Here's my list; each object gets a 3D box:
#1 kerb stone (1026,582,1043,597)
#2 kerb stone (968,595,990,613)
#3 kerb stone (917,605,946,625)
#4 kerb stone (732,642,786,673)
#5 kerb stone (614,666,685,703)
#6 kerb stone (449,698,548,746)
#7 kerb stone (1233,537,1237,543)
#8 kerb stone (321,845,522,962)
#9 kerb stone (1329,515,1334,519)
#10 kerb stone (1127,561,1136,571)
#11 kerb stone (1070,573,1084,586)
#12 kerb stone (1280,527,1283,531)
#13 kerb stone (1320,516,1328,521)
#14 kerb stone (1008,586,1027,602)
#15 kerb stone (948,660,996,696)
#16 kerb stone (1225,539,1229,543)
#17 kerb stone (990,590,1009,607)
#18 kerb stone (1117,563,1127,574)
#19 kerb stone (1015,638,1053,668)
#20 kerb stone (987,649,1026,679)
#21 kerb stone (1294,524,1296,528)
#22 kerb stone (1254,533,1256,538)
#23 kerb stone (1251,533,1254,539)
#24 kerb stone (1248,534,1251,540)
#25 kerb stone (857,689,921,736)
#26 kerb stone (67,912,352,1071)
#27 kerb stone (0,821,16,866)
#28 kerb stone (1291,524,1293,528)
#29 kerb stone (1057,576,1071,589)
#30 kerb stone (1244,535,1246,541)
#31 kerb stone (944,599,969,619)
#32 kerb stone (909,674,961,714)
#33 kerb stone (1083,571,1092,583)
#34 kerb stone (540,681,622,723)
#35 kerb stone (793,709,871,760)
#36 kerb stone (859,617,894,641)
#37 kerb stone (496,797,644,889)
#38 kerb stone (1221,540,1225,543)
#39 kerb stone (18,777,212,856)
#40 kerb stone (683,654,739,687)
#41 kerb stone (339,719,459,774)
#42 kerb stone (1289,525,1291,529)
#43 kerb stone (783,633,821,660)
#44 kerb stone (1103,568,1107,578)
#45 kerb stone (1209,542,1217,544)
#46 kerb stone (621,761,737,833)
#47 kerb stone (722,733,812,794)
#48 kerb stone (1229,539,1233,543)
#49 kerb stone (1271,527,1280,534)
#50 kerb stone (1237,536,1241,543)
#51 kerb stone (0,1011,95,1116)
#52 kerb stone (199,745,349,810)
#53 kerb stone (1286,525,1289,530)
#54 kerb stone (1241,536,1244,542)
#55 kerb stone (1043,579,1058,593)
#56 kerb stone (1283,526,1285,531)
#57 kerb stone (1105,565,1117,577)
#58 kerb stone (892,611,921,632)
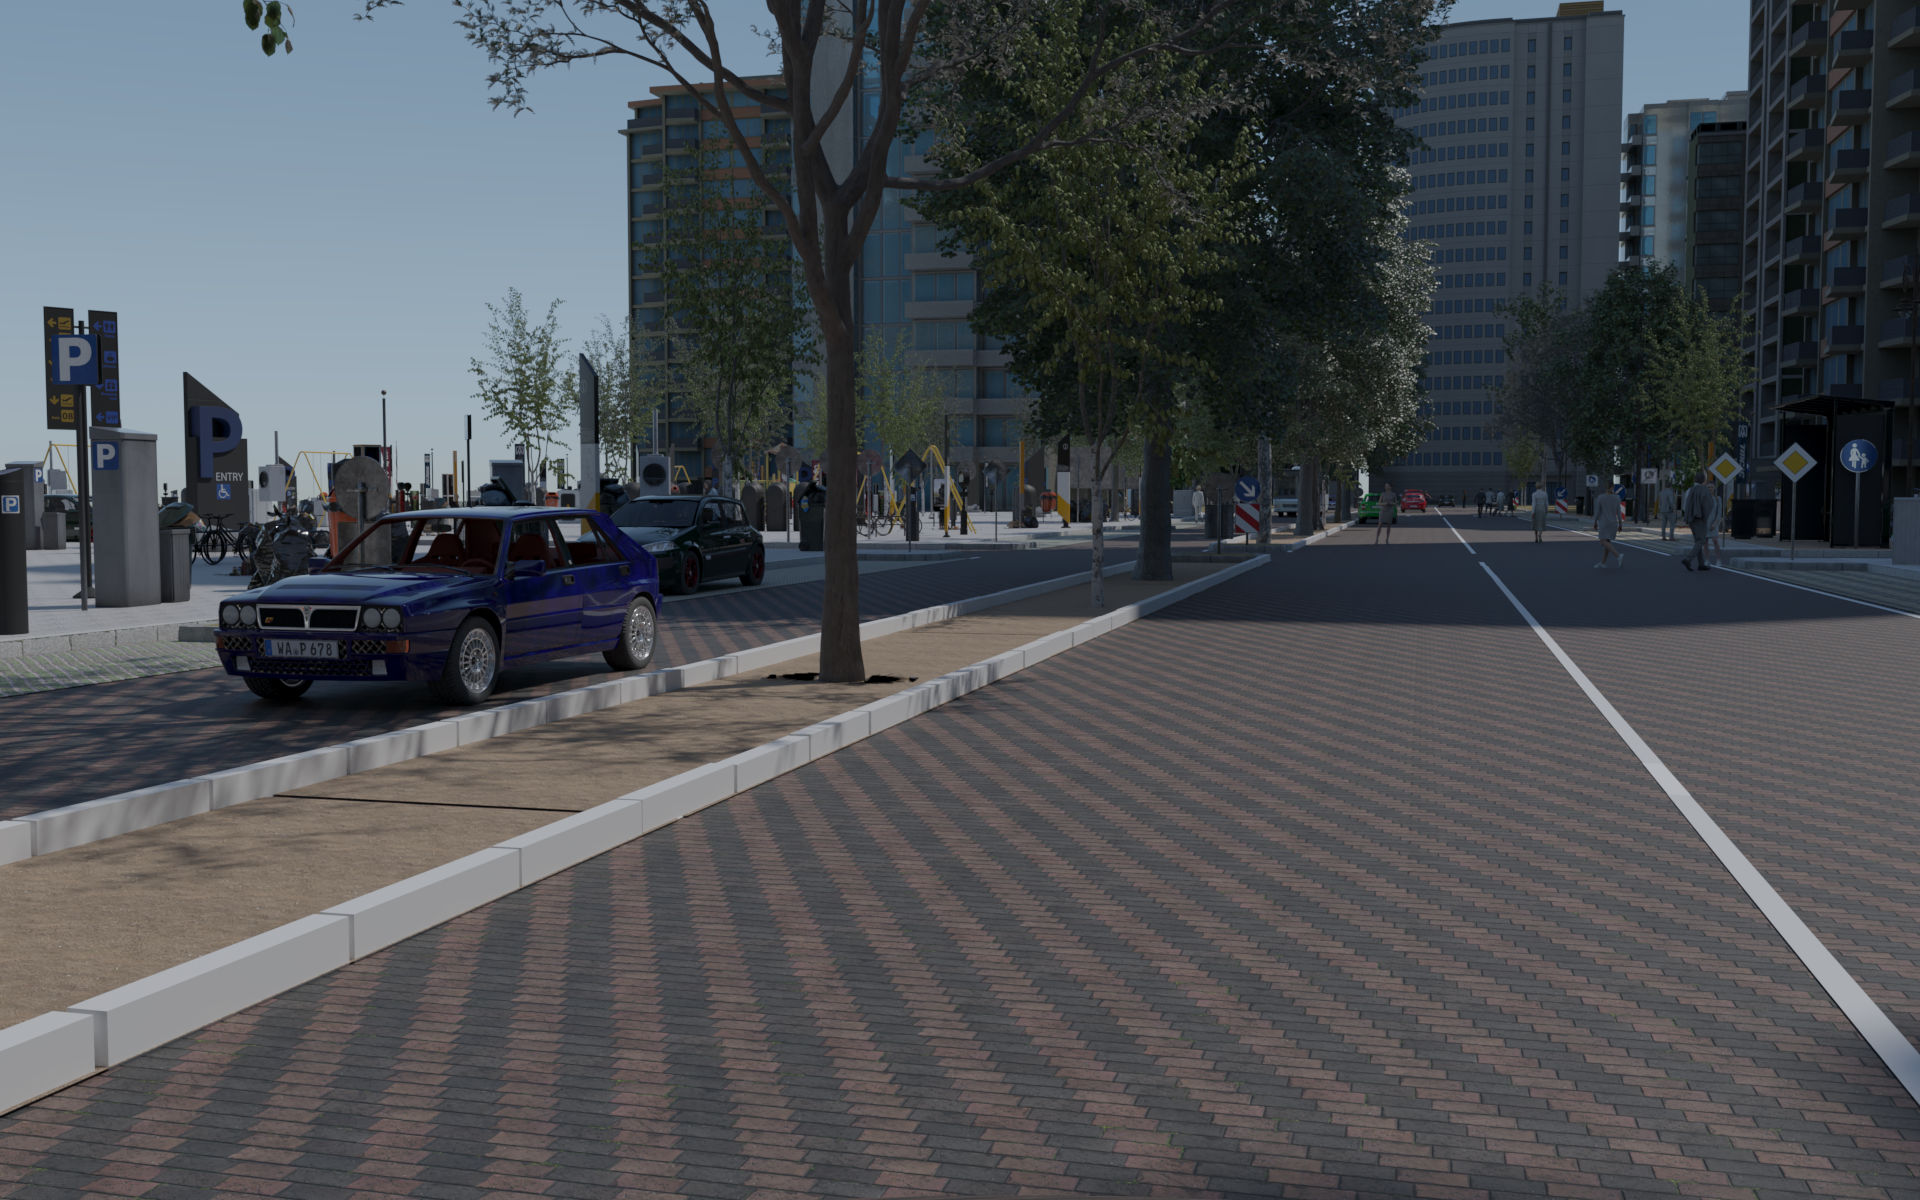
[{"bbox_3d":[0.951,-0.119,24.136,0.120,0.150,1.000,1,4,15],"label":"kerb stone"},{"bbox_3d":[0.160,0.063,21.162,0.120,0.150,1.000,1,4,15],"label":"kerb stone"},{"bbox_3d":[-0.378,0.184,19.190,0.120,0.150,1.000,1,4,15],"label":"kerb stone"},{"bbox_3d":[-1.691,0.486,14.242,0.120,0.150,1.000,1,4,15],"label":"kerb stone"},{"bbox_3d":[-2.229,0.608,12.258,0.120,0.150,1.000,1,4,15],"label":"kerb stone"},{"bbox_3d":[-2.756,0.729,10.275,0.120,0.150,1.000,1,4,15],"label":"kerb stone"},{"bbox_3d":[7.714,-1.665,49.425,0.120,0.150,1.000,1,4,15],"label":"kerb stone"},{"bbox_3d":[-1.780,1.004,5.791,0.120,0.150,1.000,1,4,15],"label":"kerb stone"},{"bbox_3d":[21.756,-4.872,101.892,0.120,0.150,1.000,1,4,15],"label":"kerb stone"},{"bbox_3d":[3.074,-0.603,32.069,0.120,0.150,1.000,1,4,15],"label":"kerb stone"},{"bbox_3d":[1.746,-0.301,27.117,0.120,0.150,1.000,1,4,15],"label":"kerb stone"},{"bbox_3d":[11.958,-2.634,65.266,0.120,0.150,1.000,1,4,15],"label":"kerb stone"},{"bbox_3d":[20.171,-4.511,95.951,0.120,0.150,1.000,1,4,15],"label":"kerb stone"},{"bbox_3d":[0.687,-0.058,23.143,0.120,0.150,1.000,1,4,15],"label":"kerb stone"},{"bbox_3d":[0.068,0.580,12.714,0.120,0.150,1.000,1,4,15],"label":"kerb stone"},{"bbox_3d":[7.193,-1.540,47.445,0.120,0.150,1.000,1,4,15],"label":"kerb stone"},{"bbox_3d":[0.422,0.009,22.151,0.120,0.150,1.000,1,4,15],"label":"kerb stone"},{"bbox_3d":[2.812,-0.543,31.080,0.120,0.150,1.000,1,4,15],"label":"kerb stone"},{"bbox_3d":[0.603,0.459,14.693,0.120,0.150,1.000,1,4,15],"label":"kerb stone"},{"bbox_3d":[0.331,0.524,13.708,0.120,0.150,1.000,1,4,15],"label":"kerb stone"},{"bbox_3d":[13.815,-3.049,72.203,0.120,0.150,1.000,1,4,15],"label":"kerb stone"},{"bbox_3d":[9.304,-2.026,55.357,0.120,0.150,1.000,1,4,15],"label":"kerb stone"},{"bbox_3d":[9.037,-1.966,54.371,0.120,0.150,1.000,1,4,15],"label":"kerb stone"},{"bbox_3d":[8.779,-1.907,53.381,0.120,0.150,1.000,1,4,15],"label":"kerb stone"},{"bbox_3d":[-0.454,0.701,10.737,0.120,0.150,1.000,1,4,15],"label":"kerb stone"},{"bbox_3d":[-2.044,1.064,4.796,0.120,0.150,1.000,1,4,15],"label":"kerb stone"},{"bbox_3d":[-3.821,0.972,6.307,0.120,0.150,1.000,1,4,15],"label":"kerb stone"},{"bbox_3d":[13.283,-2.933,70.220,0.120,0.150,1.000,1,4,15],"label":"kerb stone"},{"bbox_3d":[1.482,-0.239,26.120,0.120,0.150,1.000,1,4,15],"label":"kerb stone"},{"bbox_3d":[8.514,-1.847,52.393,0.120,0.150,1.000,1,4,15],"label":"kerb stone"},{"bbox_3d":[-0.104,0.124,20.174,0.120,0.150,1.000,1,4,15],"label":"kerb stone"},{"bbox_3d":[-0.198,0.642,11.727,0.120,0.150,1.000,1,4,15],"label":"kerb stone"},{"bbox_3d":[2.007,-0.361,28.105,0.120,0.150,1.000,1,4,15],"label":"kerb stone"},{"bbox_3d":[-2.491,0.669,11.262,0.120,0.150,1.000,1,4,15],"label":"kerb stone"},{"bbox_3d":[-0.726,0.763,9.752,0.120,0.150,1.000,1,4,15],"label":"kerb stone"},{"bbox_3d":[-0.890,0.305,17.205,0.120,0.150,1.000,1,4,15],"label":"kerb stone"},{"bbox_3d":[-1.518,0.943,6.779,0.120,0.150,1.000,1,4,15],"label":"kerb stone"},{"bbox_3d":[6.927,-1.479,46.448,0.120,0.150,1.000,1,4,15],"label":"kerb stone"},{"bbox_3d":[-3.555,0.911,7.302,0.120,0.150,1.000,1,4,15],"label":"kerb stone"},{"bbox_3d":[-1.957,0.554,13.248,0.120,0.150,1.000,1,4,15],"label":"kerb stone"},{"bbox_3d":[-3.020,0.792,9.280,0.120,0.150,1.000,1,4,15],"label":"kerb stone"},{"bbox_3d":[13.023,-2.872,69.226,0.120,0.150,1.000,1,4,15],"label":"kerb stone"},{"bbox_3d":[-1.436,0.426,15.231,0.120,0.150,1.000,1,4,15],"label":"kerb stone"},{"bbox_3d":[2.275,-0.417,29.092,0.120,0.150,1.000,1,4,15],"label":"kerb stone"},{"bbox_3d":[6.659,-1.423,45.459,0.120,0.150,1.000,1,4,15],"label":"kerb stone"},{"bbox_3d":[-1.261,0.882,7.770,0.120,0.150,1.000,1,4,15],"label":"kerb stone"},{"bbox_3d":[-0.991,0.830,8.756,0.120,0.150,1.000,1,4,15],"label":"kerb stone"},{"bbox_3d":[7.459,-1.603,48.435,0.120,0.150,1.000,1,4,15],"label":"kerb stone"},{"bbox_3d":[11.695,-2.574,64.278,0.120,0.150,1.000,1,4,15],"label":"kerb stone"},{"bbox_3d":[7.982,-1.726,50.412,0.120,0.150,1.000,1,4,15],"label":"kerb stone"},{"bbox_3d":[-2.322,1.125,3.803,0.120,0.150,1.000,1,4,15],"label":"kerb stone"},{"bbox_3d":[-3.290,0.853,8.294,0.120,0.150,1.000,1,4,15],"label":"kerb stone"},{"bbox_3d":[12.762,-2.816,68.229,0.120,0.150,1.000,1,4,15],"label":"kerb stone"},{"bbox_3d":[8.249,-1.787,51.406,0.120,0.150,1.000,1,4,15],"label":"kerb stone"},{"bbox_3d":[1.217,-0.179,25.126,0.120,0.150,1.000,1,4,15],"label":"kerb stone"},{"bbox_3d":[12.219,-2.693,66.257,0.120,0.150,1.000,1,4,15],"label":"kerb stone"},{"bbox_3d":[2.541,-0.482,30.078,0.120,0.150,1.000,1,4,15],"label":"kerb stone"},{"bbox_3d":[-0.636,0.250,18.201,0.120,0.150,1.000,1,4,15],"label":"kerb stone"}]
